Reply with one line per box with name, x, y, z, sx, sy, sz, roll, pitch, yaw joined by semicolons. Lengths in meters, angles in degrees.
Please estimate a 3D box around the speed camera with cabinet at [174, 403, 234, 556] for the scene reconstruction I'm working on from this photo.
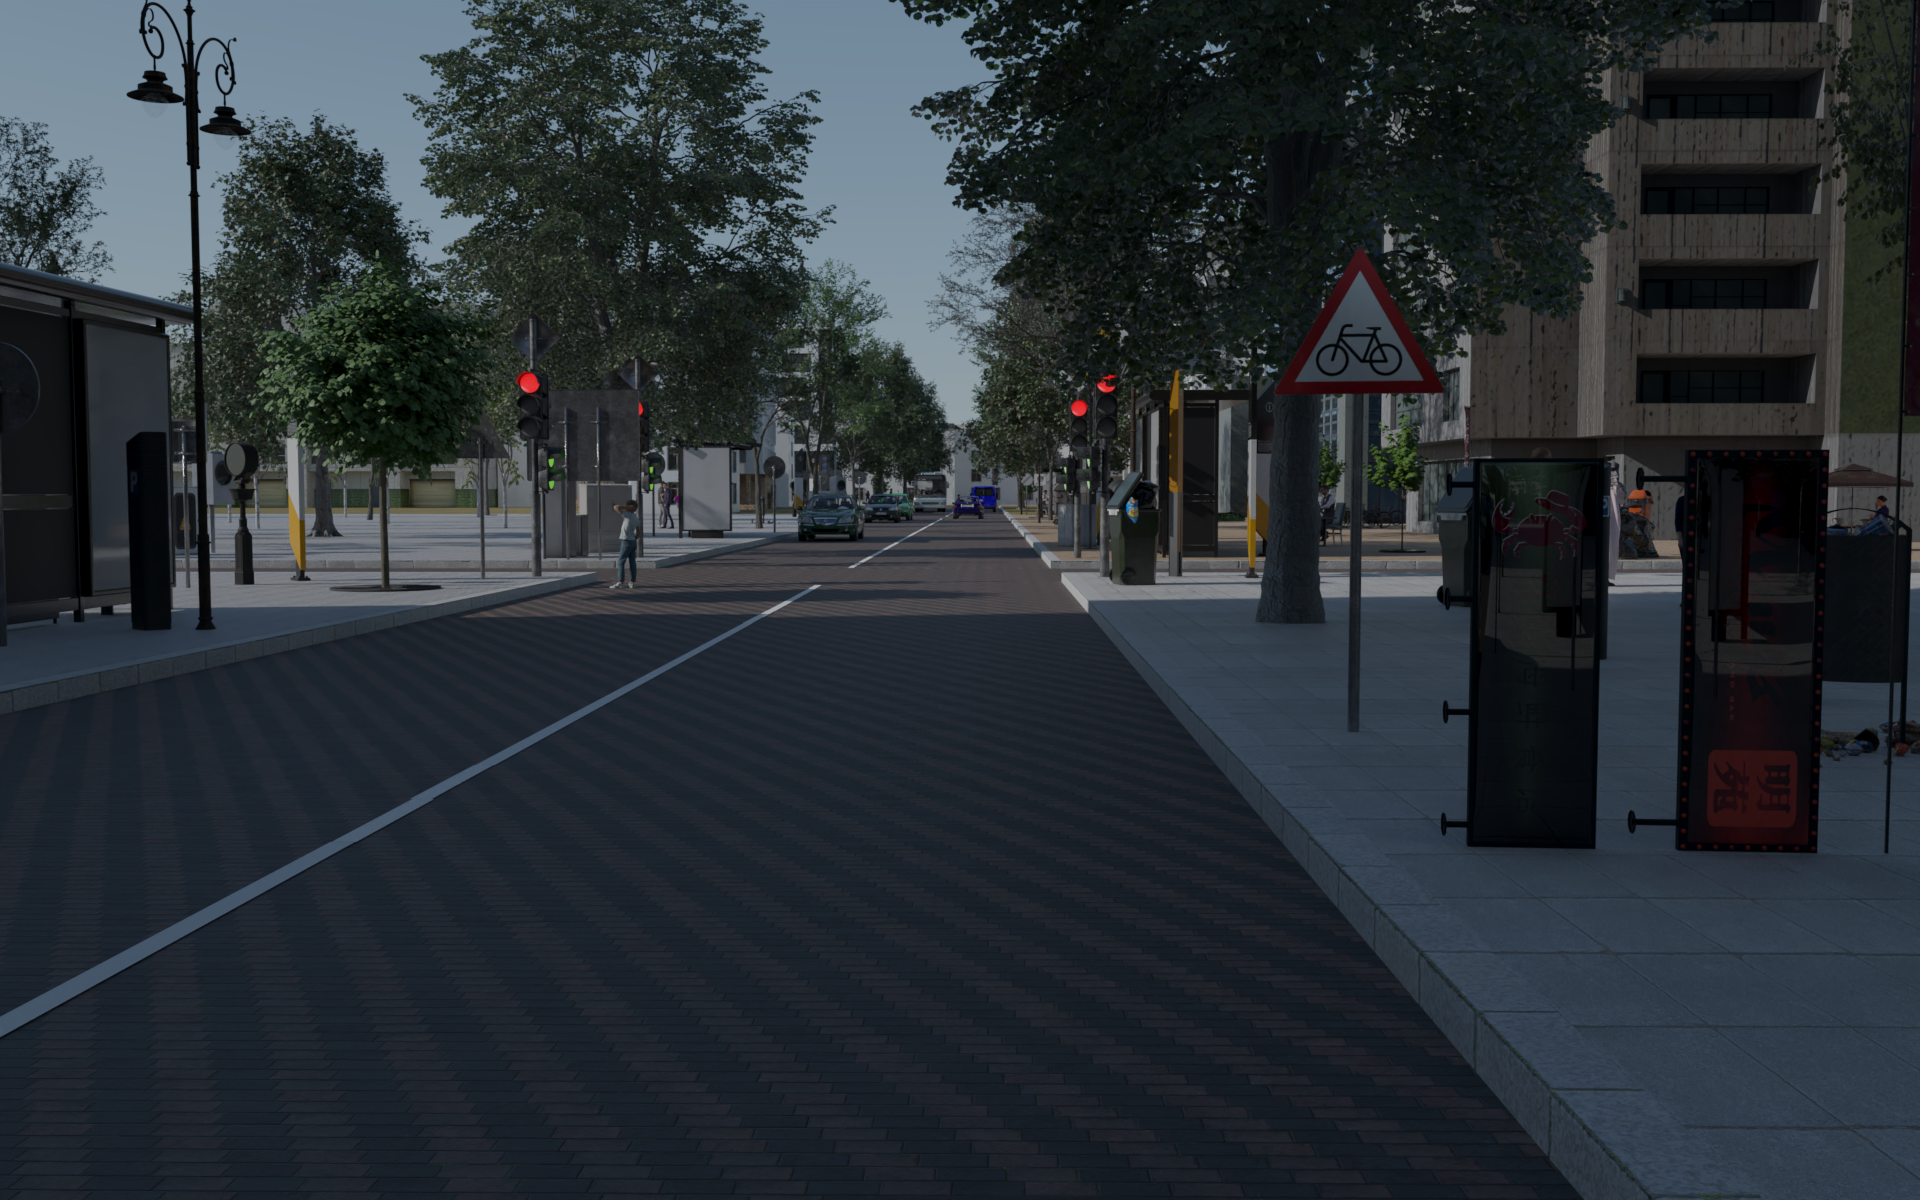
speed camera with cabinet;-16.359;-2.601;36.870;0.660;3.252;2.038;1;4;15

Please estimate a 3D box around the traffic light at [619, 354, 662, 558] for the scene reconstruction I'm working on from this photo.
traffic light;-6.435;-2.806;34.795;0.839;4.253;0.868;0;4;1

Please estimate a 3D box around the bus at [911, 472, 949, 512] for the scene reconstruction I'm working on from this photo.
bus;-2.399;-8.865;139.804;2.948;3.499;13.247;0;4;-1

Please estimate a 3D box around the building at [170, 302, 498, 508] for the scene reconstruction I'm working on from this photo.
building;-60.602;-18.451;168.130;31.486;18.905;16.747;0;4;1

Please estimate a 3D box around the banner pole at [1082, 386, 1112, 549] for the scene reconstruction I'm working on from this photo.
banner pole;3.199;-3.070;40.215;0.401;3.779;0.863;-3;5;-43

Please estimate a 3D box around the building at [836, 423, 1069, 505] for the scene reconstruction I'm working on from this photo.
building;-0.720;-16.358;209.600;28.070;9.664;9.099;0;4;1

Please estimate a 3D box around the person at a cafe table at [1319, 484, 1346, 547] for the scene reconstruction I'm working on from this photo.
person at a cafe table;8.712;-2.097;42.804;1.622;1.524;1.698;-1;4;-18

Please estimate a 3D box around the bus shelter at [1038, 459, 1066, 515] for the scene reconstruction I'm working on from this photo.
bus shelter;5.475;-6.675;103.054;2.014;3.302;5.546;0;4;1

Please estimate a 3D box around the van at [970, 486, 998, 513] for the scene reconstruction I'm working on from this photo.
van;1.901;-8.055;136.075;2.240;2.365;5.245;0;4;1

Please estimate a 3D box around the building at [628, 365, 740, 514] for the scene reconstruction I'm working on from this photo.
building;-20.352;-11.198;125.234;9.099;9.664;28.070;0;4;1

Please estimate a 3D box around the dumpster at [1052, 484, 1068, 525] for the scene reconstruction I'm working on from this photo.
dumpster;4.520;-4.080;72.466;1.264;1.857;1.865;0;4;1

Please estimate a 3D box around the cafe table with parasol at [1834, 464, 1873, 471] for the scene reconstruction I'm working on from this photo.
cafe table with parasol;20.101;-2.089;39.026;2.610;1.966;2.610;-2;4;-25

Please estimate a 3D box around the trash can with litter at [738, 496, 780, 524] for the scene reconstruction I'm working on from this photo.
trash can with litter;-8.556;-3.907;74.936;1.678;1.210;2.233;-2;4;-24

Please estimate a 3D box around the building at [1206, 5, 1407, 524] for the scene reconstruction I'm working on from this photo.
building;25.841;-47.352;86.875;22.319;86.520;31.000;0;4;1

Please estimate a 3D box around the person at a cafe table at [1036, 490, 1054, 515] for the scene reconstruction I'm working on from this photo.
person at a cafe table;5.023;-5.333;95.714;1.622;1.524;1.698;1;4;10

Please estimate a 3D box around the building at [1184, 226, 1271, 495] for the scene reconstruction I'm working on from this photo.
building;23.496;-16.460;125.542;16.016;20.091;11.380;0;4;1

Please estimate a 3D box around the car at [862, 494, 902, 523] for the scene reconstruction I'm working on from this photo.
car;-3.872;-4.709;86.776;2.009;1.686;4.222;0;4;0

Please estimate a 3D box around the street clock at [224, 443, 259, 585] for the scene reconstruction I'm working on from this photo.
street clock;-10.138;-1.218;24.484;0.471;2.002;0.358;2;4;31

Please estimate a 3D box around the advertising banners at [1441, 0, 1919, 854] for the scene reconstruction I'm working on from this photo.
advertising banners;2.793;-0.608;6.134;2.074;3.025;0.090;0;4;5

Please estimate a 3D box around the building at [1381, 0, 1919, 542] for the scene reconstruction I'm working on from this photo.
building;21.313;-17.156;52.196;14.107;30.474;14.160;0;4;1

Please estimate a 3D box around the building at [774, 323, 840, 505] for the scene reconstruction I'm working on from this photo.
building;-31.282;-22.976;219.638;32.646;21.610;27.936;0;4;1

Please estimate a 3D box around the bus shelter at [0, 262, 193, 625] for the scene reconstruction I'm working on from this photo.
bus shelter;-9.617;-2.276;14.849;2.179;5.291;8.768;0;4;1

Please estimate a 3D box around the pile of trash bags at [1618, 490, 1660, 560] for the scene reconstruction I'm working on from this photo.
pile of trash bags;13.353;-1.565;35.334;1.912;1.369;3.447;3;5;40

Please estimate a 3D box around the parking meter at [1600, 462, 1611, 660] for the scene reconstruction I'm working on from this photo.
parking meter;4.865;-0.312;13.507;0.372;1.533;0.369;0;3;0

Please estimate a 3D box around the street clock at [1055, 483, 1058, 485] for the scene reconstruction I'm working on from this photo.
street clock;5.599;-5.815;99.644;0.358;2.002;0.471;1;4;14

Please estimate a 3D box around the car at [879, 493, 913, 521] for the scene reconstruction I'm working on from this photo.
car;-3.520;-5.254;94.692;1.959;1.807;4.718;0;4;1

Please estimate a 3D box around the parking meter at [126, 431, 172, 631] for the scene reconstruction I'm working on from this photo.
parking meter;-7.682;-0.654;16.400;0.399;1.863;0.255;3;5;45

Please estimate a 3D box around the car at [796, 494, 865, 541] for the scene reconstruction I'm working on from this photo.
car;-4.022;-2.606;54.398;2.131;1.459;4.920;0;4;1

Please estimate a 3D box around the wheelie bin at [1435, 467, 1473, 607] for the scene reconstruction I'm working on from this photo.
wheelie bin;5.902;-0.733;19.898;0.693;1.594;0.980;-1;4;-18

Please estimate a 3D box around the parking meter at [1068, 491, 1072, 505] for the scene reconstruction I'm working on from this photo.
parking meter;3.866;-3.236;58.616;0.399;1.863;0.255;-3;5;-45

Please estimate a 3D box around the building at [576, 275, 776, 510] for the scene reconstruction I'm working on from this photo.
building;-23.939;-17.710;145.971;16.016;20.091;11.380;0;4;1

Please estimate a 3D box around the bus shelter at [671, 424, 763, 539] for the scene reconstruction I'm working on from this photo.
bus shelter;-7.330;-3.580;52.463;2.014;3.302;5.546;0;4;1

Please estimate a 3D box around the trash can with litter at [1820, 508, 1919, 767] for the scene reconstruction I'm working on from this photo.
trash can with litter;4.809;0.157;8.485;2.233;1.210;1.678;1;4;21

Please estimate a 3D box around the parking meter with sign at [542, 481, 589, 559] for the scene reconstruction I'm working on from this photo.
parking meter with sign;-8.023;-2.360;34.852;0.543;3.016;1.738;1;4;11

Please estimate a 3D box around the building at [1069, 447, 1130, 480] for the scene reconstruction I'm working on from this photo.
building;29.112;-21.162;212.453;31.486;18.905;16.747;0;4;1

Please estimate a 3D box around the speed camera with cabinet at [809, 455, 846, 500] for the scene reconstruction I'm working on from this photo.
speed camera with cabinet;-6.703;-5.708;87.662;2.038;3.252;0.660;-3;5;-43

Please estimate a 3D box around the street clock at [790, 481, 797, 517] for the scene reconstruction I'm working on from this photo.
street clock;-9.230;-5.622;96.492;0.471;2.002;0.358;-2;4;-31

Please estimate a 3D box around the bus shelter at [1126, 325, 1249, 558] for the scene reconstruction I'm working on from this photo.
bus shelter;4.939;-3.753;38.986;2.179;5.291;8.768;0;4;1

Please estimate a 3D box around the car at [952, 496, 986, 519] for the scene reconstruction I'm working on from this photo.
car;0.490;-5.355;100.134;1.945;1.354;3.894;0;4;2

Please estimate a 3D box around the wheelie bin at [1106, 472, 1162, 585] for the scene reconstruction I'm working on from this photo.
wheelie bin;2.479;-1.021;24.596;0.693;1.594;0.980;-1;4;-10

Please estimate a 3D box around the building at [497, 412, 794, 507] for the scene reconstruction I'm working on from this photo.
building;-30.769;-14.034;171.603;28.070;9.664;9.099;0;4;1
